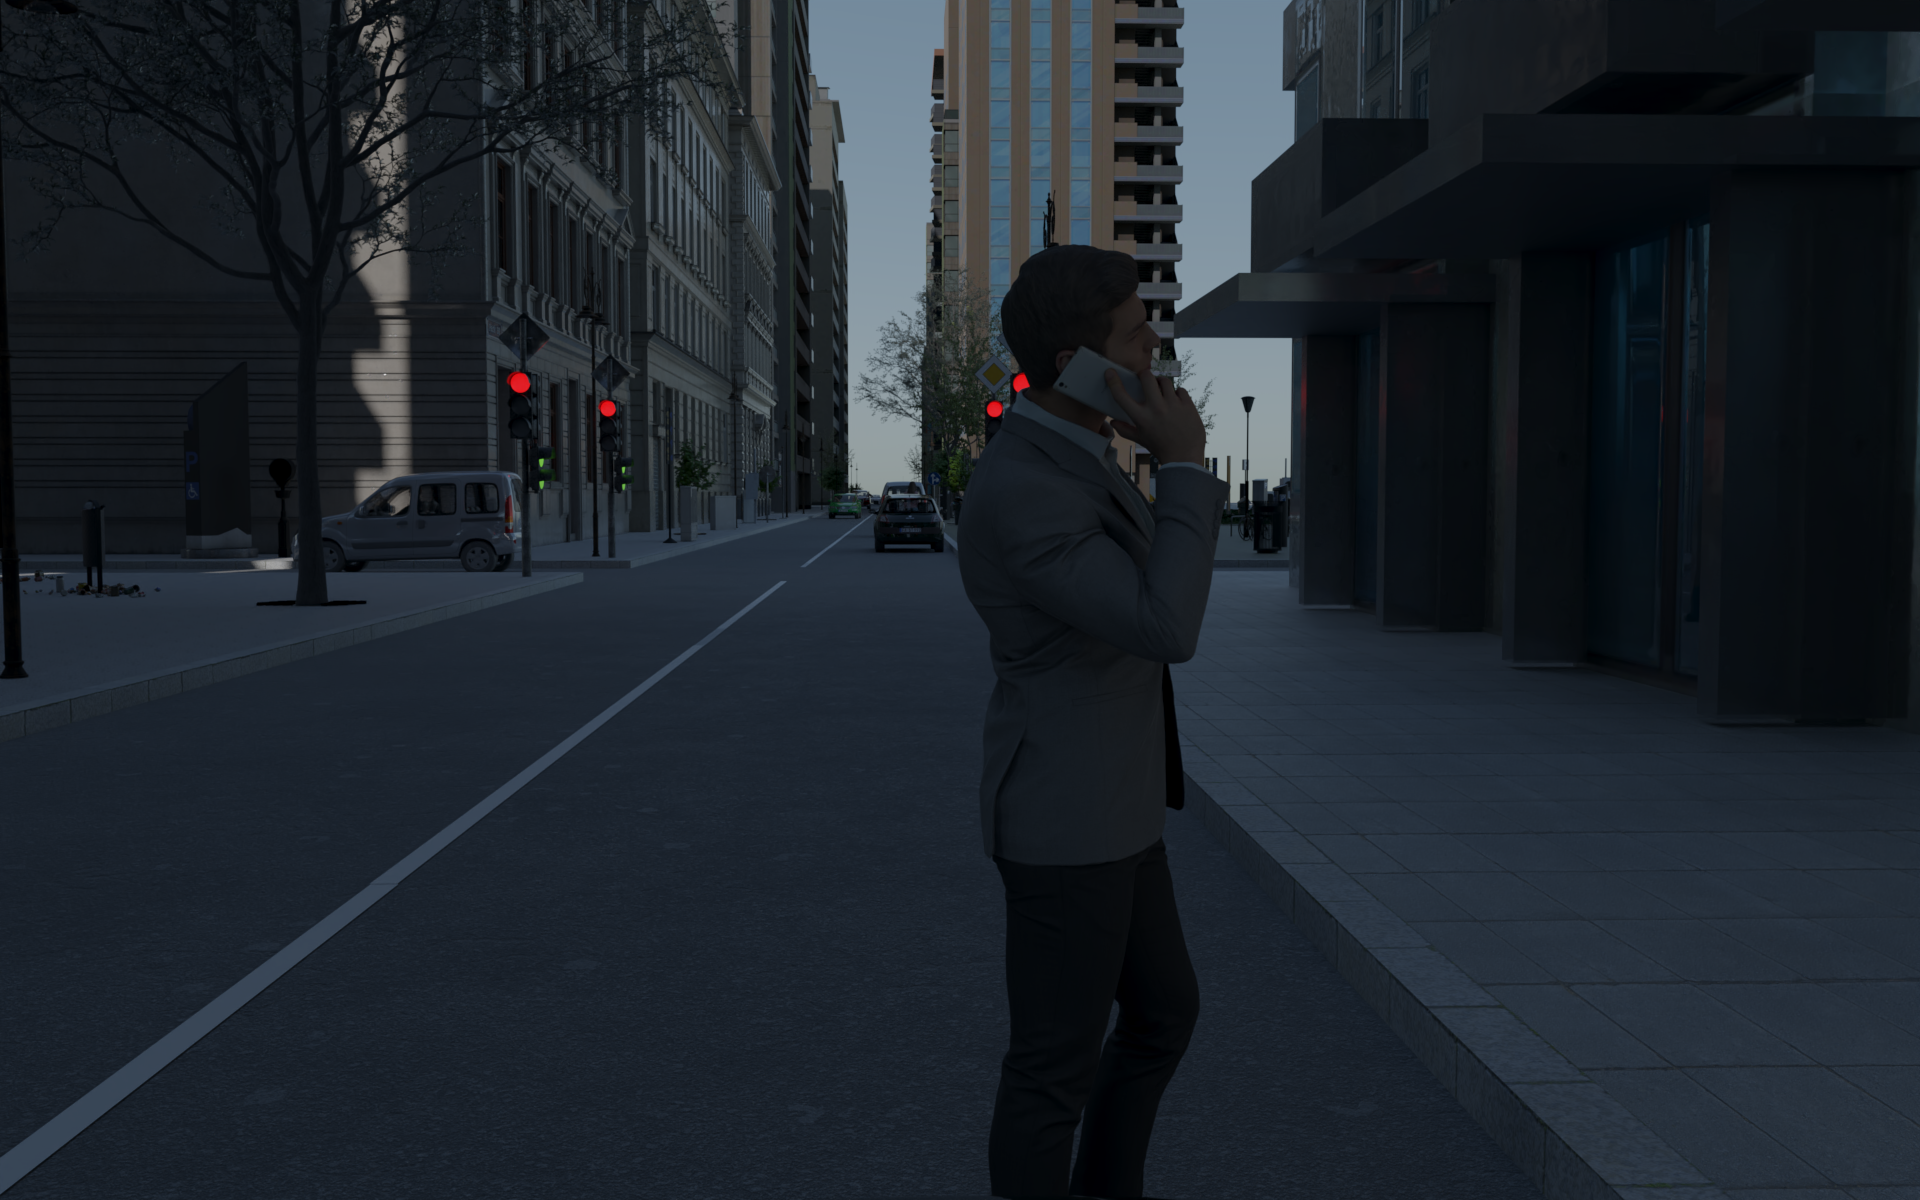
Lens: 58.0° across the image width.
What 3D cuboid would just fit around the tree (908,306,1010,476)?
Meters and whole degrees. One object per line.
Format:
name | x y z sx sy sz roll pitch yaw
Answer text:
tree | 0.332 -7.126 66.870 4.737 8.622 4.395 0 3 0

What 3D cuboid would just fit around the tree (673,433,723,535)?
tree | -8.553 -3.663 54.498 1.663 3.219 1.824 0 3 0

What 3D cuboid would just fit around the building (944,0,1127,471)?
building | 5.719 -30.436 147.746 14.600 45.320 14.200 0 4 -2

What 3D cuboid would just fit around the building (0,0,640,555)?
building | -15.397 -12.828 45.889 11.583 22.565 21.152 0 4 -2

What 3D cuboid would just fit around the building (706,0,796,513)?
building | -18.591 -26.457 116.167 14.154 41.232 14.086 0 4 -2

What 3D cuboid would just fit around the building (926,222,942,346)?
building | 1.845 -35.389 262.201 14.154 41.232 14.086 0 4 -2

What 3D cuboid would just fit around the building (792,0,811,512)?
building | -22.818 -31.203 133.873 21.300 48.544 21.600 0 4 -2

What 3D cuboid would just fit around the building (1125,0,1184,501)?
building | 7.063 -28.649 118.523 14.600 45.320 14.200 0 4 -2

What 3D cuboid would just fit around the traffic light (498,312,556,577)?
traffic light | -6.711 -2.316 26.784 0.839 4.253 0.868 0 4 -2

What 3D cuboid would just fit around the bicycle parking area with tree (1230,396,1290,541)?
bicycle parking area with tree | 10.856 -3.841 49.811 8.231 4.147 9.016 3 5 40

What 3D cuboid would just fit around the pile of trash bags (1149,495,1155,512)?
pile of trash bags | 6.560 -3.283 63.430 1.912 1.369 3.447 1 4 8

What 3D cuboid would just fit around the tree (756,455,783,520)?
tree | -9.555 -5.535 85.104 1.663 3.219 1.824 0 3 0

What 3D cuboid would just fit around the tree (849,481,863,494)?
tree | -15.463 -16.161 258.840 1.663 3.219 1.824 0 3 0

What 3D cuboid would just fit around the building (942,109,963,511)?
building | 5.586 -22.135 133.610 14.160 30.474 14.107 0 4 -2

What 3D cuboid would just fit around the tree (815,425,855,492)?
tree | -13.522 -14.297 184.126 4.360 8.622 3.978 0 3 0

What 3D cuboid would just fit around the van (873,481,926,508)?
van | -1.916 -3.142 58.380 2.013 2.044 4.112 0 4 -3

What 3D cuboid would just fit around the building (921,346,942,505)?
building | 9.135 -22.788 217.630 27.650 21.520 28.899 0 4 -2

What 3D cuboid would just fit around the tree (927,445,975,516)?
tree | -0.402 -7.310 103.224 4.285 4.588 4.351 0 3 0

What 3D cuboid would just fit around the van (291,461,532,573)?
van | -9.895 -1.484 31.280 4.112 2.044 2.013 0 4 -2

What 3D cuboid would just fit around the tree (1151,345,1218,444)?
tree | 10.637 -8.342 86.757 4.737 8.622 4.395 0 3 0

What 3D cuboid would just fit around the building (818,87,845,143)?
building | -29.780 -39.094 228.424 28.713 52.752 27.495 0 4 -2

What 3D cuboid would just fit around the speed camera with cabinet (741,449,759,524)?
speed camera with cabinet | -9.225 -4.987 75.873 0.660 3.252 2.038 -1 4 -12

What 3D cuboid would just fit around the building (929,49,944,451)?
building | 8.171 -31.552 170.502 22.147 44.769 28.867 0 4 -2

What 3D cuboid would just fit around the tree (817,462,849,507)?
tree | -13.138 -11.935 178.844 4.285 4.588 4.351 0 3 0

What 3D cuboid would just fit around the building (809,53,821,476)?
building | -25.091 -33.038 159.774 23.786 49.044 30.456 0 4 -2

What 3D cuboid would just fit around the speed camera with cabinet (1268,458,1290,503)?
speed camera with cabinet | 17.323 -6.163 95.097 2.038 3.252 0.660 -1 4 -14

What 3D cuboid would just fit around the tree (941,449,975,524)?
tree | -0.153 -4.847 73.852 1.663 3.219 1.824 0 3 0

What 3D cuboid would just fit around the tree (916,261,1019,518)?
tree | -0.515 -11.107 91.966 12.009 13.543 11.850 0 3 0

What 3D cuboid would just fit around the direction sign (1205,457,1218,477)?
direction sign | 15.492 -7.035 107.016 0.876 3.537 0.379 -1 4 -18

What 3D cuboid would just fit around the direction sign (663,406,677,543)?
direction sign | -7.585 -3.255 45.210 0.379 3.537 0.876 0 4 0

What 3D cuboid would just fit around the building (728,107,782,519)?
building | -16.072 -16.361 96.380 11.050 23.489 19.941 0 4 -2

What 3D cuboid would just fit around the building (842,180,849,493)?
building | -27.333 -38.499 253.155 21.300 48.544 21.600 0 4 -2

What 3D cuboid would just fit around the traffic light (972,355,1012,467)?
traffic light | 0.665 -2.821 35.047 0.839 4.253 0.868 0 4 -2

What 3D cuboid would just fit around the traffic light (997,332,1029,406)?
traffic light | 0.945 -2.333 27.067 0.839 4.253 0.868 0 4 -2

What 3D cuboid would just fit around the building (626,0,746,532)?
building | -18.148 -14.561 71.355 16.112 22.955 30.059 0 4 -2

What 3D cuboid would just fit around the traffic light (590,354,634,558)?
traffic light | -6.991 -2.804 34.764 0.839 4.253 0.868 0 4 -2

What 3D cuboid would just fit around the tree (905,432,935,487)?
tree | -4.188 -15.170 198.387 4.360 8.622 3.978 0 3 0

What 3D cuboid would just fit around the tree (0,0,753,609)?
tree | -7.555 -6.690 19.748 12.009 13.543 11.850 0 3 0

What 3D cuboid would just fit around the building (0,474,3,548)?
building | -30.632 -12.870 40.098 15.834 23.373 12.332 0 4 -2

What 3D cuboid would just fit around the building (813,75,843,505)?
building | -25.284 -35.504 204.193 21.300 48.544 21.600 0 4 -2

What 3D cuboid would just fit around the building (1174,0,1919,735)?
building | 14.562 -23.892 10.251 23.786 49.044 30.456 0 4 -2
